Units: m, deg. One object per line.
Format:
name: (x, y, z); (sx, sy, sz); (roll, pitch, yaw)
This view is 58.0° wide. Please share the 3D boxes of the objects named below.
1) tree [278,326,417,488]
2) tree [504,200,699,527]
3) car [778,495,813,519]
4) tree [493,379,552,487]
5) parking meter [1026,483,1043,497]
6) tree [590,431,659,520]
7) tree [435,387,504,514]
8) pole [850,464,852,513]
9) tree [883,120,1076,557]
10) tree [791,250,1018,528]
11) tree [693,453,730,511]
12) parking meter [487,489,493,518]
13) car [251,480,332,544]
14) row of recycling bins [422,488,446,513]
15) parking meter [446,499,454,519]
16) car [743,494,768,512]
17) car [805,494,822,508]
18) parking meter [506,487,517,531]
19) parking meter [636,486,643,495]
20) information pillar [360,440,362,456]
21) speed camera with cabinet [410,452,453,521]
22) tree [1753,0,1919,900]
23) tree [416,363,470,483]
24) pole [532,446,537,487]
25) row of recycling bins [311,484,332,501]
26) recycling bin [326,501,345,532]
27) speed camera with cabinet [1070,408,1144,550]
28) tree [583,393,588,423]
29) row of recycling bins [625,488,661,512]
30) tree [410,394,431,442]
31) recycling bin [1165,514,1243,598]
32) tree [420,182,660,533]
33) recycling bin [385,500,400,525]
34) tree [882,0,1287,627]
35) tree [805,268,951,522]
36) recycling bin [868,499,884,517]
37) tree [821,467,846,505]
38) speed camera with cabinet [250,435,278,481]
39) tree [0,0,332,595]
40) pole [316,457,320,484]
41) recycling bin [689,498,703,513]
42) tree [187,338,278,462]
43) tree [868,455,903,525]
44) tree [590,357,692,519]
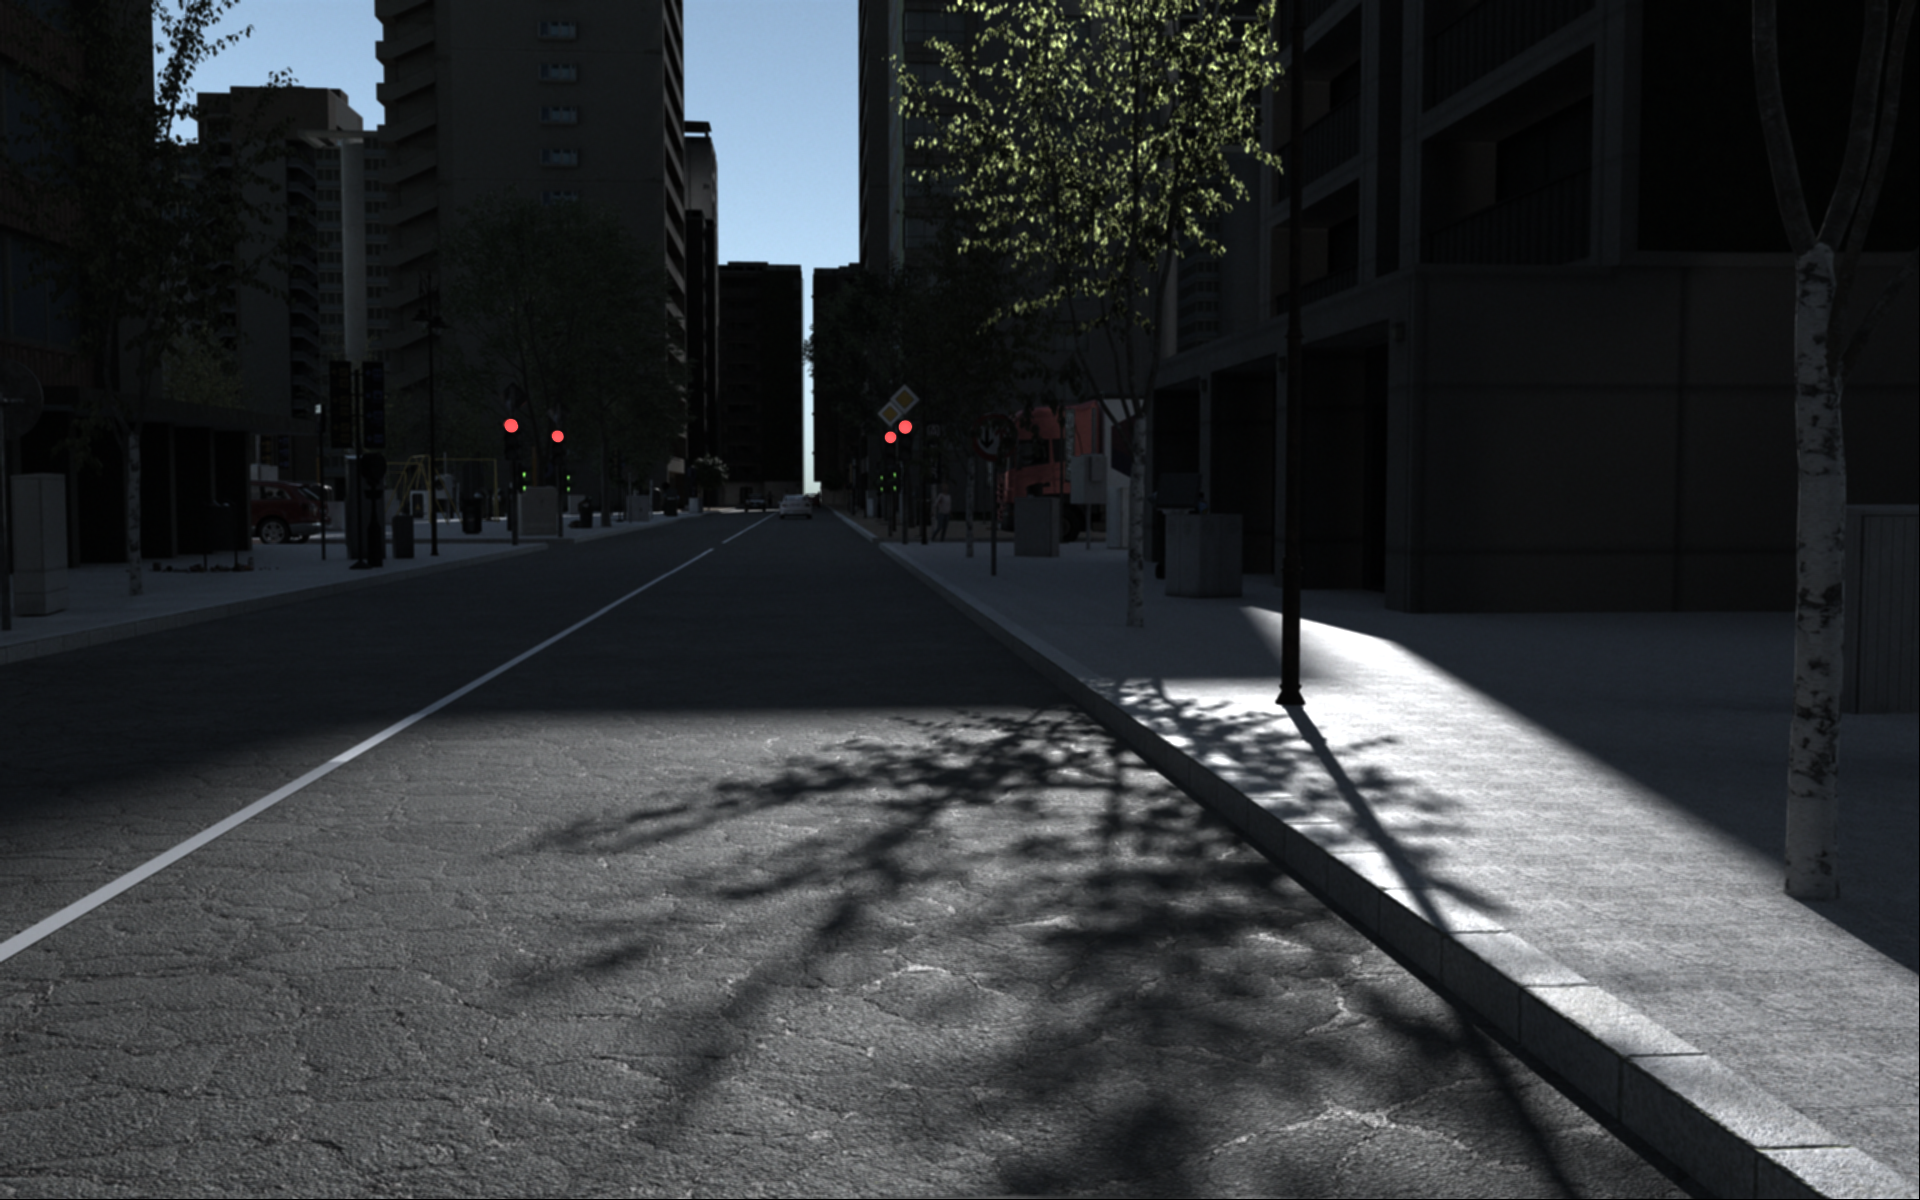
tree: (-26.628, -7.653, 75.488); (4.360, 8.622, 3.978); (0, 3, 0)
tree: (-14.300, -9.146, 67.658); (7.486, 12.596, 7.792); (0, 3, 0)
car: (-9.593, -5.424, 101.039); (2.083, 1.381, 4.827); (0, 4, -6)
tree: (-26.507, -9.552, 106.537); (4.360, 8.622, 3.978); (0, 3, 0)
parking meter: (1.634, -1.815, 38.091); (0.372, 1.533, 0.369); (0, 3, 0)
tree: (-16.348, -6.182, 84.782); (4.285, 4.588, 4.351); (0, 3, 0)
tree: (-33.138, -10.023, 114.244); (4.737, 8.622, 4.395); (0, 3, 0)
pole: (-7.265, -7.458, 115.787); (0.158, 3.312, 0.155); (0, 3, 0)
tree: (0.269, -5.185, 35.136); (4.737, 8.622, 4.395); (0, 3, 0)
tree: (-1.920, -8.038, 65.833); (8.767, 10.594, 7.601); (-1, 4, -18)
tree: (-19.643, -9.259, 135.098); (4.285, 4.588, 4.351); (0, 3, 0)
parking meter: (-25.610, -5.248, 94.223); (0.372, 1.533, 0.369); (0, 3, 0)
car: (-20.076, -2.379, 47.568); (5.304, 1.827, 2.281); (0, 4, -3)
row of recycling bins: (-36.768, -6.980, 121.239); (1.069, 1.692, 3.534); (0, 4, 0)
parking meter: (-26.481, -4.983, 89.880); (0.372, 1.533, 0.369); (0, 3, 0)
car: (-16.732, -8.056, 141.500); (2.009, 1.686, 4.222); (0, 4, -6)
car: (-15.562, -10.563, 181.750); (2.155, 1.783, 4.494); (0, 4, -3)
parking meter: (-15.616, -3.180, 60.411); (0.372, 1.533, 0.369); (0, 3, 0)
parking meter: (-19.414, -6.066, 104.886); (0.255, 1.863, 0.399); (-3, 5, -39)
information pillar: (-23.283, -4.639, 67.196); (0.183, 3.616, 0.504); (-2, 4, -31)
speed camera with cabinet: (-24.956, -5.344, 81.713); (2.038, 3.252, 0.660); (1, 4, 20)
tree: (2.718, -3.345, 5.046); (4.360, 8.622, 3.978); (0, 3, 0)
tree: (-30.007, -9.047, 98.277); (4.360, 8.622, 3.978); (0, 3, 0)
pole: (-18.093, -4.882, 73.669); (0.158, 3.312, 0.155); (0, 3, 0)
row of recycling bins: (-26.045, -3.863, 70.279); (1.069, 1.692, 3.534); (-1, 4, -17)
recycling bin: (-21.591, -2.881, 59.663); (0.722, 1.027, 0.722); (0, 4, -8)
speed camera with cabinet: (3.538, -2.817, 40.389); (2.038, 3.252, 0.660); (-2, 4, -34)
tree: (-19.273, -9.032, 98.030); (4.737, 8.622, 4.395); (0, 3, 0)
row of recycling bins: (-22.793, -7.155, 124.098); (3.534, 1.692, 1.069); (3, 4, 37)
tree: (-35.645, -9.618, 107.618); (4.737, 8.622, 4.395); (0, 3, 0)
recycling bin: (3.057, -0.561, 21.720); (0.722, 1.027, 0.722); (-2, 4, -27)
tree: (-13.805, -8.040, 57.205); (9.928, 11.665, 9.643); (0, 3, 0)
recycling bin: (-23.966, -3.673, 72.603); (0.722, 1.027, 0.722); (1, 4, 15)
tree: (1.596, -4.062, 16.784); (4.360, 8.622, 3.978); (0, 3, 0)
tree: (-3.540, -9.475, 80.669); (9.928, 11.665, 9.643); (0, 3, 0)
recycling bin: (-4.701, -5.150, 96.749); (0.722, 1.027, 0.722); (-2, 4, -28)
tree: (-14.890, -13.493, 204.331); (4.285, 4.588, 4.351); (0, 3, 0)
speed camera with cabinet: (-20.947, -3.599, 53.187); (2.038, 3.252, 0.660); (2, 4, 34)
tree: (-10.437, -4.383, 22.022); (4.737, 8.622, 4.395); (0, 3, 0)
pole: (-35.379, -6.219, 95.530); (0.158, 3.312, 0.155); (0, 3, 0)
recycling bin: (-17.803, -6.378, 116.827); (0.722, 1.027, 0.722); (1, 4, 20)
tree: (-34.166, -8.024, 81.560); (4.360, 8.622, 3.978); (0, 3, 0)
tree: (-2.829, -4.788, 72.887); (1.663, 3.219, 1.824); (0, 3, 0)
tree: (-16.123, -8.578, 90.612); (4.737, 8.622, 4.395); (0, 3, 0)
